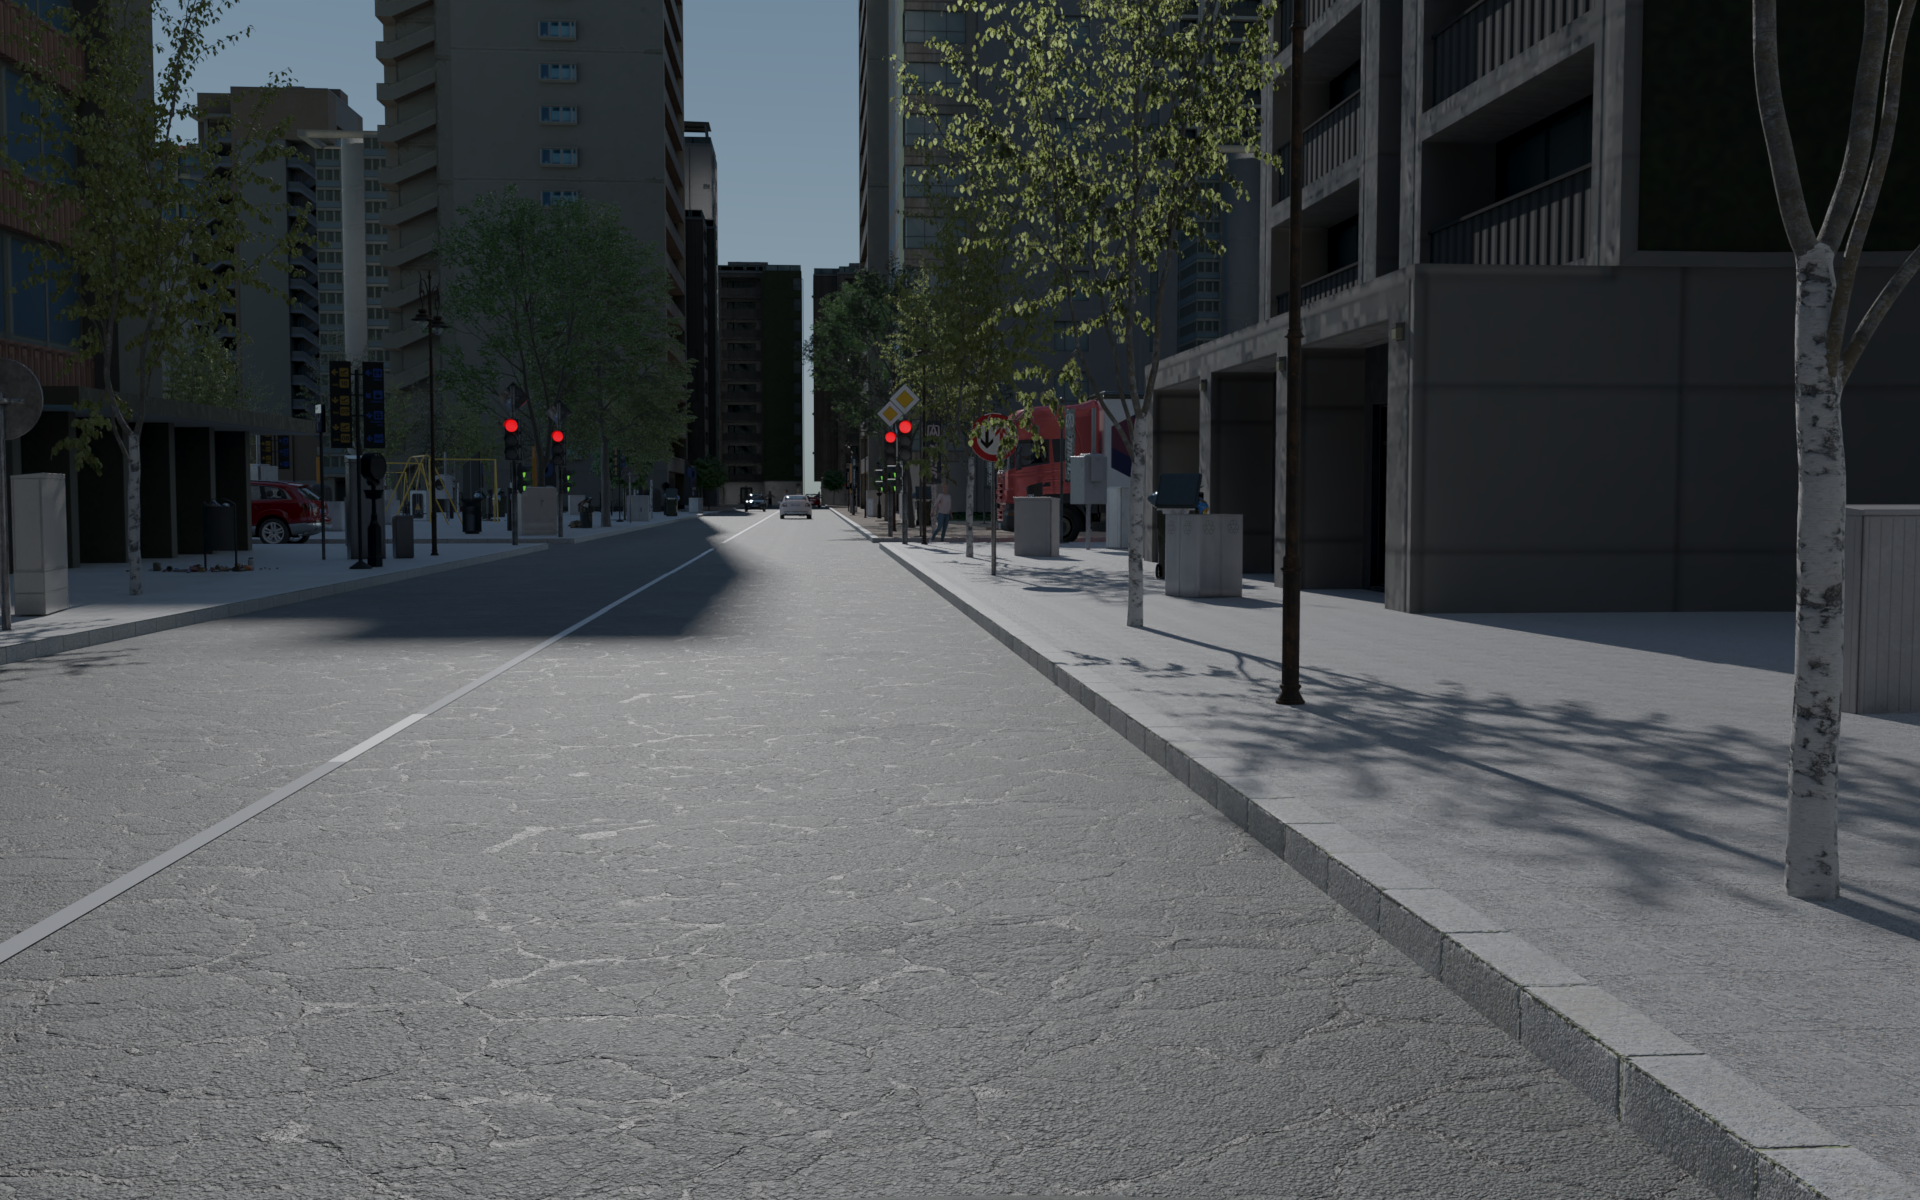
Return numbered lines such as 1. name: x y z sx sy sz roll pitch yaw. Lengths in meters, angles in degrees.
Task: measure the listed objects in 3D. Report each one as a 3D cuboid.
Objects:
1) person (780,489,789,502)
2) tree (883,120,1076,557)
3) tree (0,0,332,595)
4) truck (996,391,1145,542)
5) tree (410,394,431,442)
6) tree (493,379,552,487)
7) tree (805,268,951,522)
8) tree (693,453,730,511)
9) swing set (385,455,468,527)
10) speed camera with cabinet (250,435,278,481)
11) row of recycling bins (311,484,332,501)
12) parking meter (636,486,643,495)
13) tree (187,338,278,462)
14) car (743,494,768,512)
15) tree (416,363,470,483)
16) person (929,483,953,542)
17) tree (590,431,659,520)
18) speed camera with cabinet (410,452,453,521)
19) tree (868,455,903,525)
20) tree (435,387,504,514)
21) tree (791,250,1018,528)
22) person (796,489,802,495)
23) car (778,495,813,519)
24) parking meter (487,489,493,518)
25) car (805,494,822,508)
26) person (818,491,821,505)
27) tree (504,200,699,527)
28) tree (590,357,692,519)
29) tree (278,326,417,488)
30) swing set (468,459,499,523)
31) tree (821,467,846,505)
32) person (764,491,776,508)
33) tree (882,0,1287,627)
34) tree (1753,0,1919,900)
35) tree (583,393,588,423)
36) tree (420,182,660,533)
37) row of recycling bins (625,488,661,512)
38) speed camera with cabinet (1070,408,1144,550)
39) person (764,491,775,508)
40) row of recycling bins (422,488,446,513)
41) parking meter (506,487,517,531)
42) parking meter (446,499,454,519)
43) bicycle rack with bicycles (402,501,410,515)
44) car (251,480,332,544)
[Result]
1. person: -12.251 -6.834 120.586 0.716 1.782 0.532 2 4 32
2. tree: 0.269 -5.185 35.136 4.737 8.622 4.395 0 3 0
3. tree: -10.437 -4.383 22.022 4.737 8.622 4.395 0 3 0
4. truck: 6.035 -3.651 48.615 11.283 4.237 2.839 0 4 -5
5. tree: -35.645 -9.618 107.618 4.737 8.622 4.395 0 3 0
6. tree: -26.507 -9.552 106.537 4.360 8.622 3.978 0 3 0
7. tree: -3.540 -9.475 80.669 9.928 11.665 9.643 0 3 0
8. tree: -19.643 -9.259 135.098 4.285 4.588 4.351 0 3 0
9. swing set: -21.852 -4.439 70.191 2.862 2.851 3.119 -2 4 -28
10. speed camera with cabinet: -20.947 -3.599 53.187 2.038 3.252 0.660 2 4 34
11. row of recycling bins: -26.045 -3.863 70.279 1.069 1.692 3.534 -1 4 -17
12. parking meter: -19.414 -6.066 104.886 0.255 1.863 0.399 -3 5 -39
13. tree: -34.166 -8.024 81.560 4.360 8.622 3.978 0 3 0
14. car: -16.732 -8.056 141.500 2.009 1.686 4.222 0 4 -6
15. tree: -30.007 -9.047 98.277 4.360 8.622 3.978 0 3 0
16. person: -0.594 -2.327 47.225 0.598 1.740 0.731 2 4 32
17. tree: -16.348 -6.182 84.782 4.285 4.588 4.351 0 3 0
18. speed camera with cabinet: -24.956 -5.344 81.713 2.038 3.252 0.660 1 4 20
19. tree: -2.829 -4.788 72.887 1.663 3.219 1.824 0 3 0
20. tree: -33.138 -10.023 114.244 4.737 8.622 4.395 0 3 0
21. tree: -1.920 -8.038 65.833 8.767 10.594 7.601 -1 4 -18
22. person: -10.365 -6.363 113.210 0.598 1.740 0.731 3 5 43
23. car: -9.593 -5.424 101.039 2.083 1.381 4.827 0 4 -6
24. parking meter: -25.610 -5.248 94.223 0.372 1.533 0.369 0 3 0
25. car: -15.562 -10.563 181.750 2.155 1.783 4.494 0 4 -3
26. person: -16.213 -11.639 199.461 0.621 1.740 0.551 -1 4 -17
27. tree: -14.300 -9.146 67.658 7.486 12.596 7.792 0 3 0
28. tree: -16.123 -8.578 90.612 4.737 8.622 4.395 0 3 0
29. tree: -26.628 -7.653 75.488 4.360 8.622 3.978 0 3 0
30. swing set: -21.965 -4.855 76.997 3.119 2.851 2.862 -1 4 -18
31. tree: -14.890 -13.493 204.331 4.285 4.588 4.351 0 3 0
32. person: -20.205 -10.697 184.127 1.217 1.736 0.721 -1 4 -17
33. tree: 1.596 -4.062 16.784 4.360 8.622 3.978 0 3 0
34. tree: 2.718 -3.345 5.046 4.360 8.622 3.978 0 3 0
35. tree: -19.273 -9.032 98.030 4.737 8.622 4.395 0 3 0
36. tree: -13.805 -8.040 57.205 9.928 11.665 9.643 0 3 0
37. row of recycling bins: -22.793 -7.155 124.098 3.534 1.692 1.069 3 4 37
38. speed camera with cabinet: 3.538 -2.817 40.389 2.038 3.252 0.660 -2 4 -34
39. person: -20.086 -10.606 182.622 1.217 1.736 0.721 -1 4 -20
40. row of recycling bins: -36.768 -6.980 121.239 1.069 1.692 3.534 0 4 0
41. parking meter: -15.616 -3.180 60.411 0.372 1.533 0.369 0 3 0
42. parking meter: -26.481 -4.983 89.880 0.372 1.533 0.369 0 3 0
43. bicycle rack with bicycles: -30.295 -4.897 93.446 2.852 0.926 2.925 0 4 -3
44. car: -20.076 -2.379 47.568 5.304 1.827 2.281 0 4 -3
